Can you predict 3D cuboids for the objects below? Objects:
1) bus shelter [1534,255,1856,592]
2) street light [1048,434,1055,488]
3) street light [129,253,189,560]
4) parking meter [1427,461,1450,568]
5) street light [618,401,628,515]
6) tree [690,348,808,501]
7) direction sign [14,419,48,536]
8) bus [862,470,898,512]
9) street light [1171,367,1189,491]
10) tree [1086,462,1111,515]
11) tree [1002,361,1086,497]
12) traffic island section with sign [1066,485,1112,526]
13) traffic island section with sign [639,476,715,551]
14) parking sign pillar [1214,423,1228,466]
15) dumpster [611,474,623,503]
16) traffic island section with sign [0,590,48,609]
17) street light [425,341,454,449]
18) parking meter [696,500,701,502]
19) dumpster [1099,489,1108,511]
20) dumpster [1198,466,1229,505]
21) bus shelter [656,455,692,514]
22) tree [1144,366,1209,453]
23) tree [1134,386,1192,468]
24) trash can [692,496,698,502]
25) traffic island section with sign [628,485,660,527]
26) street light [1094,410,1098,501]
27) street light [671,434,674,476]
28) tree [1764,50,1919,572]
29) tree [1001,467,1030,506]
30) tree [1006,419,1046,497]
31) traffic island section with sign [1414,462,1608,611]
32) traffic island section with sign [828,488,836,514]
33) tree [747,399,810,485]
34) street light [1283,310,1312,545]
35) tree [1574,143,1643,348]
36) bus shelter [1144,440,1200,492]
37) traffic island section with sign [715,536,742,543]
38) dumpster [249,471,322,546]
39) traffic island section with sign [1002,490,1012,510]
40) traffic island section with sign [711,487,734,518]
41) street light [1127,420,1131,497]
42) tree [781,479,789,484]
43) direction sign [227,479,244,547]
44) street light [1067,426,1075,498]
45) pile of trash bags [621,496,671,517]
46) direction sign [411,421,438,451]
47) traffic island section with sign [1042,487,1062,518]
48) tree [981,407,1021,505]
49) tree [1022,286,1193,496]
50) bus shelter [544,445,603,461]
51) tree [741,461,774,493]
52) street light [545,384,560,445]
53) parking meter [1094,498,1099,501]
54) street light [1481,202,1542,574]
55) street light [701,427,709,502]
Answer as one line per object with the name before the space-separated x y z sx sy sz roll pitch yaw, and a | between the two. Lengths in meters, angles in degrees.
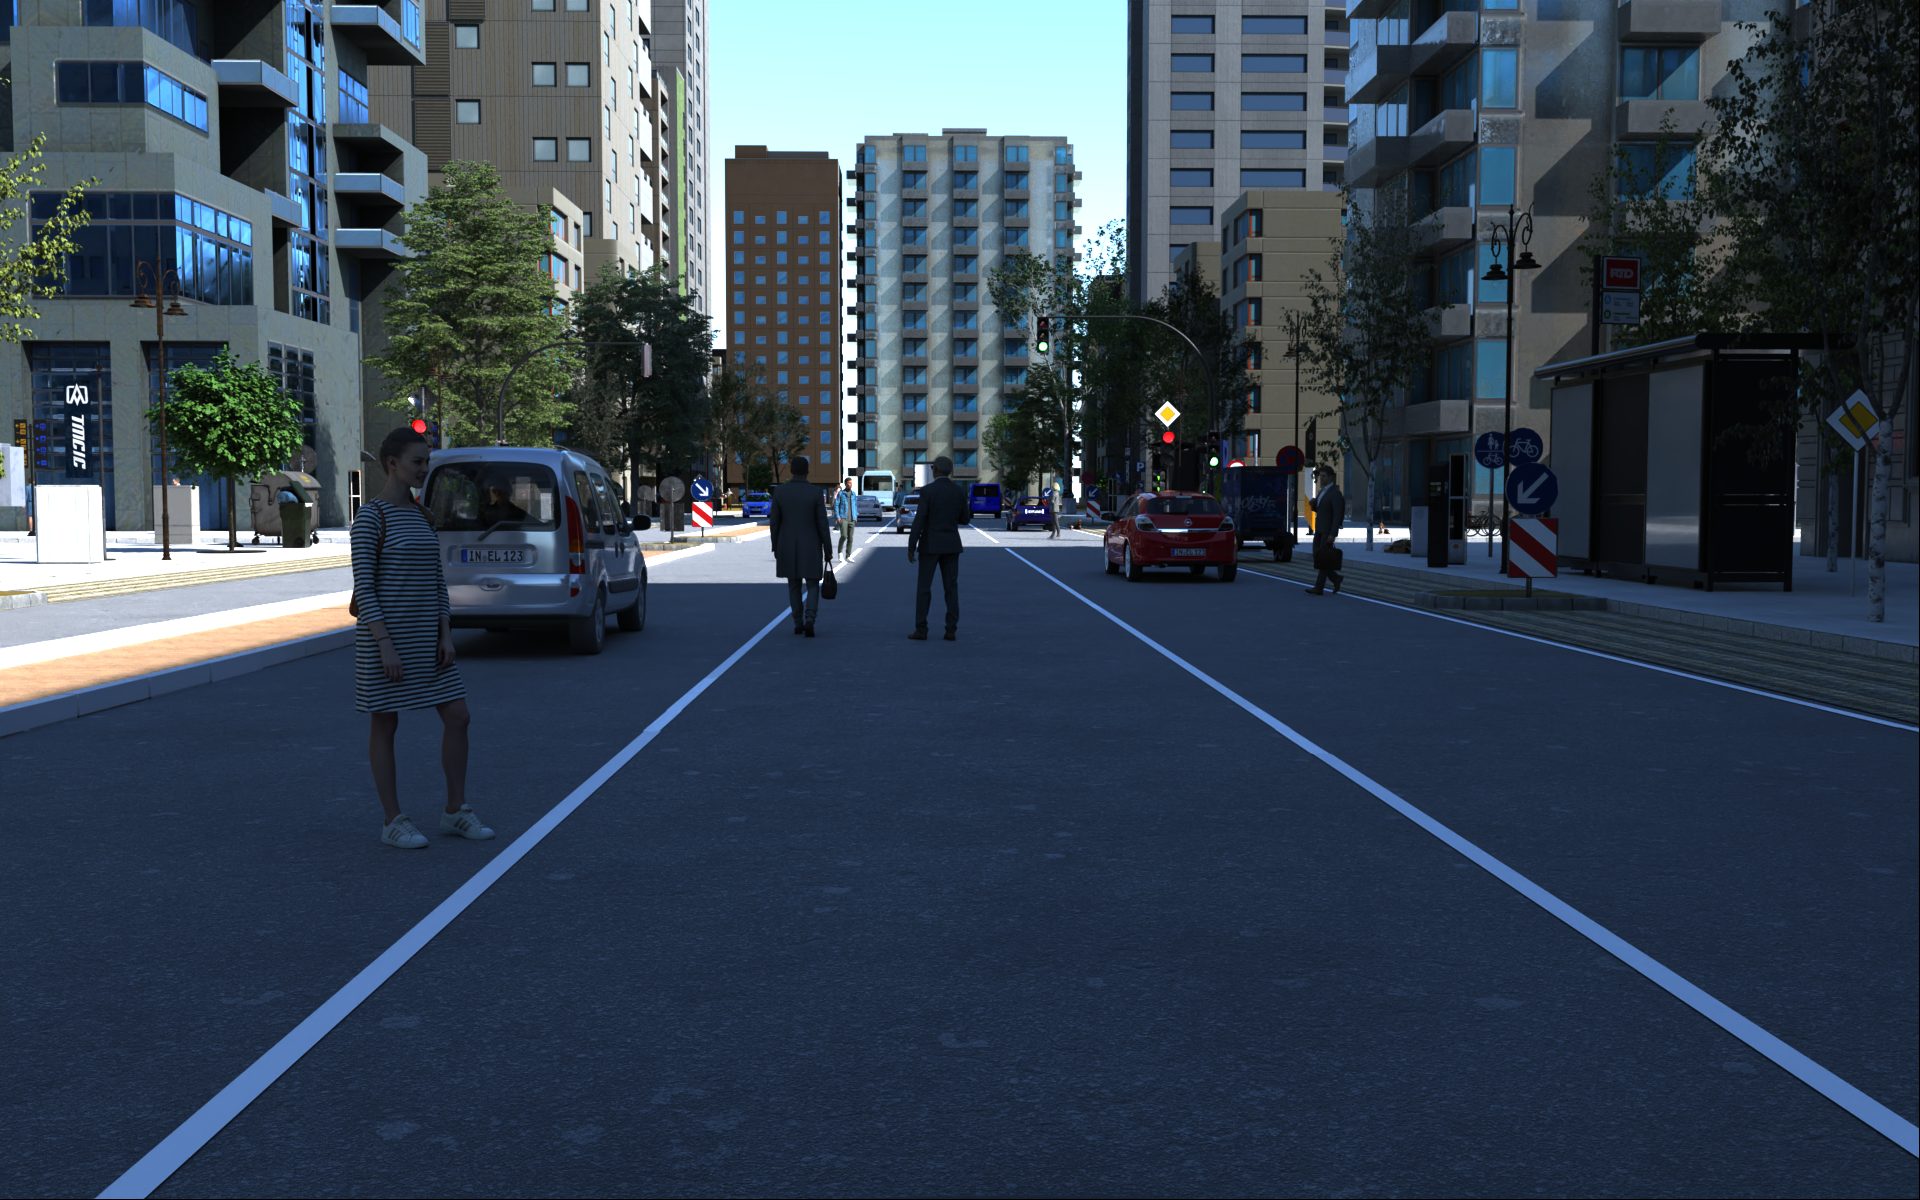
bus shelter | 10.507 -3.009 26.824 2.179 5.291 8.768 0 4 -1
street light | 6.666 -9.438 127.102 0.468 5.910 1.993 0 4 -1
street light | -15.391 -3.708 33.420 0.468 5.910 1.993 0 4 -1
parking meter | 8.367 -1.503 30.286 0.255 1.863 0.399 3 4 36
street light | -16.422 -6.837 84.571 0.468 5.910 1.993 0 4 -1
tree | -17.912 -14.348 144.965 12.009 13.543 11.850 0 3 0
direction sign | -28.194 -3.708 52.625 0.876 3.537 0.379 -1 4 -20
bus | -6.657 -9.098 143.620 2.948 3.499 13.247 0 4 -1
street light | 8.015 -5.532 63.229 0.468 5.910 1.993 0 4 -1
tree | 8.469 -6.703 104.195 1.663 3.219 1.824 0 3 0
tree | 7.293 -14.075 148.255 7.486 12.596 7.792 0 3 0
traffic island section with sign | 5.748 -4.193 77.185 1.989 1.847 2.006 0 4 -1
traffic island section with sign | -7.466 -2.215 44.356 2.006 1.907 1.989 0 4 -1
parking sign pillar | 9.327 -4.522 62.405 1.447 3.967 1.447 1 4 18
dumpster | -17.470 -5.070 85.383 1.502 2.255 1.985 0 4 -1
traffic island section with sign | -12.815 -0.814 21.940 1.989 1.847 2.006 0 4 -1
street light | -15.737 -4.873 52.464 0.468 5.910 1.993 0 4 -1
parking meter | -18.400 -6.935 121.801 0.372 1.533 0.369 0 3 0
dumpster | 9.050 -6.271 108.284 1.264 1.857 1.865 0 4 -1
dumpster | 9.125 -3.511 59.904 1.502 2.255 1.985 0 4 -1
bus shelter | -17.464 -7.074 106.946 1.731 3.624 6.357 0 4 -1
tree | 12.731 -9.019 97.817 4.737 8.622 4.395 0 3 0
tree | 12.392 -9.494 105.593 4.360 8.622 3.978 0 3 0
trash can | -17.954 -6.434 116.850 0.748 1.137 0.748 0 3 0
traffic island section with sign | -13.974 -4.162 76.672 1.989 1.847 2.006 0 4 -1
street light | 7.443 -7.485 95.167 0.468 5.910 1.993 0 4 -1
street light | -16.792 -7.831 100.823 0.468 5.910 1.993 0 4 -1
tree | 14.148 -4.768 28.314 4.737 8.622 4.395 0 3 0
tree | 6.256 -12.670 190.861 4.285 4.588 4.351 0 3 0
tree | 6.094 -13.078 164.183 4.737 8.622 4.395 0 3 0
traffic island section with sign | 6.920 -0.824 22.100 1.989 1.847 2.006 0 4 -1
traffic island section with sign | -9.218 -7.263 126.884 2.006 1.907 1.989 0 4 -1
tree | -19.766 -15.991 187.203 9.928 11.665 9.643 0 3 0
street light | 8.504 -4.339 43.735 0.468 5.910 1.993 0 4 -1
tree | 13.991 -5.120 34.077 4.737 8.622 4.395 0 3 0
bus shelter | 9.525 -5.296 77.880 1.731 3.624 6.357 0 4 -1
traffic island section with sign | -7.614 -2.668 51.762 2.006 1.907 1.989 0 4 -1
dumpster | -17.007 -2.317 43.637 1.264 1.857 1.865 0 4 -1
traffic island section with sign | 4.112 -8.899 154.127 1.989 1.847 2.006 0 4 -1
traffic island section with sign | -14.547 -5.810 103.621 1.989 1.847 2.006 0 4 -1
street light | 7.772 -6.508 79.199 0.468 5.910 1.993 0 4 -1
tree | -19.898 -12.495 198.891 1.663 3.219 1.824 0 3 0
direction sign | -17.522 -3.044 41.762 0.876 3.537 0.379 -3 5 -41
street light | 7.044 -8.462 111.134 0.468 5.910 1.993 0 4 -1
pile of trash bags | -17.336 -5.295 96.322 1.912 1.369 3.447 2 4 33
direction sign | -16.674 -3.794 54.037 0.876 3.537 0.379 1 4 9
traffic island section with sign | 5.156 -5.892 104.956 1.989 1.847 2.006 0 4 -1
tree | 6.047 -17.017 203.977 9.928 11.665 9.643 0 3 0
tree | 8.319 -9.853 86.846 9.928 11.665 9.643 0 3 0
bus shelter | -16.763 -4.902 74.064 2.014 3.302 5.546 0 4 -1
tree | -18.598 -10.767 159.750 4.285 4.588 4.351 0 3 0
street light | -16.146 -5.850 68.431 0.468 5.910 1.993 0 4 -1
parking meter | 8.304 -6.142 106.134 0.255 1.863 0.399 -3 5 -39
street light | 8.789 -3.363 27.766 0.468 5.910 1.993 0 4 -1
street light | -17.185 -8.832 117.195 0.468 5.910 1.993 0 4 -1
